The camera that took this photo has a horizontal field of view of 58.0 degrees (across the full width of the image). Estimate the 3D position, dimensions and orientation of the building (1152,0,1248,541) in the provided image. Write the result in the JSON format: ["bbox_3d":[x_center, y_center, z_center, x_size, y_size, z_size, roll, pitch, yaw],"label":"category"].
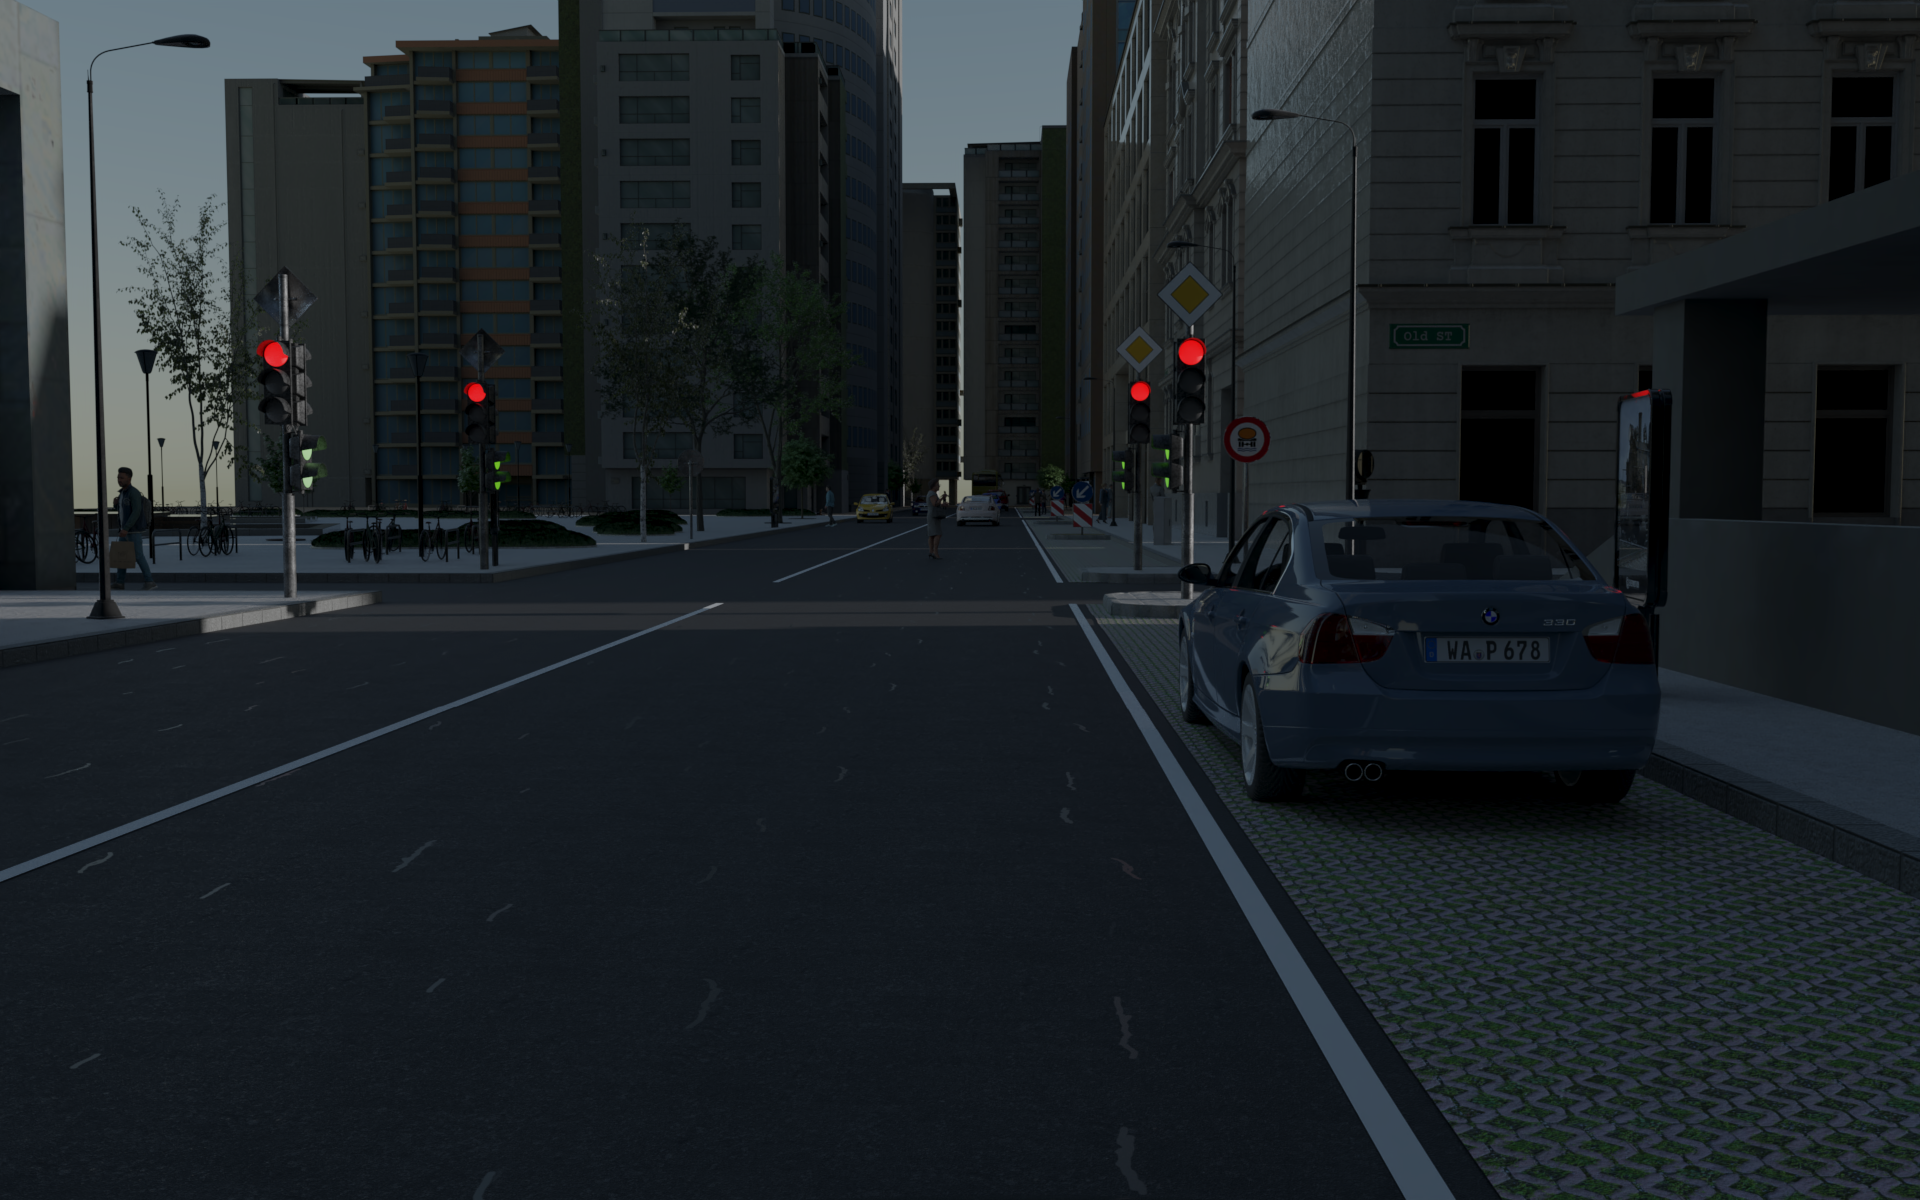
[{"bbox_3d":[14.004,-16.531,57.664,14.401,28.519,23.554,0,4,2],"label":"building"}]

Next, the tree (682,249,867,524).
[{"bbox_3d":[-8.061,-9.134,75.093,9.928,11.665,9.643,0,3,0],"label":"tree"}]

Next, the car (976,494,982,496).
[{"bbox_3d":[2.151,-9.284,163.597,2.131,1.459,4.920,0,4,3],"label":"car"}]

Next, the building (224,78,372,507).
[{"bbox_3d":[-63.516,-29.989,173.920,14.086,41.232,14.154,0,4,2],"label":"building"}]

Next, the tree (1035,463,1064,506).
[{"bbox_3d":[9.542,-12.107,181.665,4.285,4.588,4.351,0,3,0],"label":"tree"}]

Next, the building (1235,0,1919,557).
[{"bbox_3d":[28.654,-15.900,36.376,44.131,29.872,17.030,0,4,2],"label":"building"}]

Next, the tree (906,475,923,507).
[{"bbox_3d":[-4.501,-11.126,176.507,1.663,3.219,1.824,0,3,0],"label":"tree"}]

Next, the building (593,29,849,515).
[{"bbox_3d":[-14.880,-20.794,111.677,14.160,30.474,14.107,0,4,2],"label":"building"}]

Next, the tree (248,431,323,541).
[{"bbox_3d":[-18.422,-3.229,47.399,1.663,3.219,1.824,0,3,0],"label":"tree"}]

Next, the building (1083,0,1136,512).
[{"bbox_3d":[17.725,-30.982,156.669,14.600,45.320,14.200,0,4,2],"label":"building"}]

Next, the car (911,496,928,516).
[{"bbox_3d":[-2.266,-6.290,115.419,1.945,1.354,3.894,0,4,2],"label":"car"}]

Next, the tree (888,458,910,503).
[{"bbox_3d":[-6.251,-10.562,156.403,4.285,4.588,4.351,0,3,0],"label":"tree"}]

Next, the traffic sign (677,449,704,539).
[{"bbox_3d":[-7.643,-3.003,49.201,0.768,2.556,0.104,0,4,2],"label":"traffic sign"}]

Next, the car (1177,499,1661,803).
[{"bbox_3d":[2.228,0.165,9.313,2.014,1.417,4.499,0,4,1],"label":"car"}]

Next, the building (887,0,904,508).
[{"bbox_3d":[-16.356,-44.621,167.803,20.611,71.187,20.563,0,4,2],"label":"building"}]

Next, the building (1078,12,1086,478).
[{"bbox_3d":[20.578,-29.386,135.089,22.147,44.769,28.867,0,4,2],"label":"building"}]

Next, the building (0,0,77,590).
[{"bbox_3d":[-28.075,-42.694,10.714,31.000,86.520,22.319,0,4,2],"label":"building"}]

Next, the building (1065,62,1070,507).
[{"bbox_3d":[17.593,-31.860,171.021,14.600,45.320,14.200,0,4,2],"label":"building"}]

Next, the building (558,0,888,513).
[{"bbox_3d":[-17.008,-36.086,132.006,21.231,58.520,28.212,0,4,2],"label":"building"}]

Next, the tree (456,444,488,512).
[{"bbox_3d":[-17.813,-4.176,62.887,1.663,3.219,1.824,0,3,0],"label":"tree"}]

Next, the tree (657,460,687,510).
[{"bbox_3d":[-16.267,-6.329,98.073,1.663,3.219,1.824,0,3,0],"label":"tree"}]

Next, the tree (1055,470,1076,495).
[{"bbox_3d":[8.498,-8.715,137.093,1.663,3.219,1.824,0,3,0],"label":"tree"}]

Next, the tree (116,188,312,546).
[{"bbox_3d":[-18.403,-5.627,42.361,4.360,8.622,3.978,0,3,0],"label":"tree"}]

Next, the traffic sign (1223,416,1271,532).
[{"bbox_3d":[4.682,-1.725,28.306,0.768,2.556,0.104,1,4,8],"label":"traffic sign"}]

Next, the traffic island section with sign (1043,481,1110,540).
[{"bbox_3d":[3.731,-2.819,54.723,1.989,1.847,2.006,0,4,2],"label":"traffic island section with sign"}]

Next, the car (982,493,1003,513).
[{"bbox_3d":[2.262,-7.421,130.923,1.945,1.707,3.694,0,4,1],"label":"car"}]

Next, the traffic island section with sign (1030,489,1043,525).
[{"bbox_3d":[4.455,-4.467,81.668,1.989,1.847,2.006,0,4,2],"label":"traffic island section with sign"}]

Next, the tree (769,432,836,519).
[{"bbox_3d":[-8.209,-6.452,89.211,4.285,4.588,4.351,0,3,0],"label":"tree"}]

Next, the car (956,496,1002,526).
[{"bbox_3d":[0.843,-4.048,78.543,2.083,1.381,4.827,0,4,3],"label":"car"}]

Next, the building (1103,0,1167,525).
[{"bbox_3d":[17.753,-17.266,86.821,19.350,26.468,34.151,0,4,2],"label":"building"}]

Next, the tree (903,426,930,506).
[{"bbox_3d":[-5.327,-14.161,181.895,4.360,8.622,3.978,0,3,0],"label":"tree"}]

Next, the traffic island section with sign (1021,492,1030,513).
[{"bbox_3d":[5.784,-7.479,130.911,1.989,1.847,2.006,0,4,2],"label":"traffic island section with sign"}]

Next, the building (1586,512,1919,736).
[{"bbox_3d":[21.169,-19.261,6.807,32.217,40.220,23.993,0,4,2],"label":"building"}]

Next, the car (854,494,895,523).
[{"bbox_3d":[-4.249,-4.658,86.385,2.015,1.641,3.980,0,3,0],"label":"car"}]

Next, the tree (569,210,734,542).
[{"bbox_3d":[-8.236,-5.855,46.096,4.360,8.622,3.978,0,3,0],"label":"tree"}]

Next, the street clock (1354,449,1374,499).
[{"bbox_3d":[6.495,-1.442,28.149,0.471,2.002,0.358,-3,5,-42],"label":"street clock"}]

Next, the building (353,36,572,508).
[{"bbox_3d":[-41.730,-31.444,168.731,28.867,44.769,22.147,0,4,2],"label":"building"}]

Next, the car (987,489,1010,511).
[{"bbox_3d":[3.049,-8.336,144.963,2.281,1.827,5.304,0,4,1],"label":"car"}]

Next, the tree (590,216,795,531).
[{"bbox_3d":[-9.229,-7.640,59.323,7.601,10.594,8.767,-3,5,-44],"label":"tree"}]
